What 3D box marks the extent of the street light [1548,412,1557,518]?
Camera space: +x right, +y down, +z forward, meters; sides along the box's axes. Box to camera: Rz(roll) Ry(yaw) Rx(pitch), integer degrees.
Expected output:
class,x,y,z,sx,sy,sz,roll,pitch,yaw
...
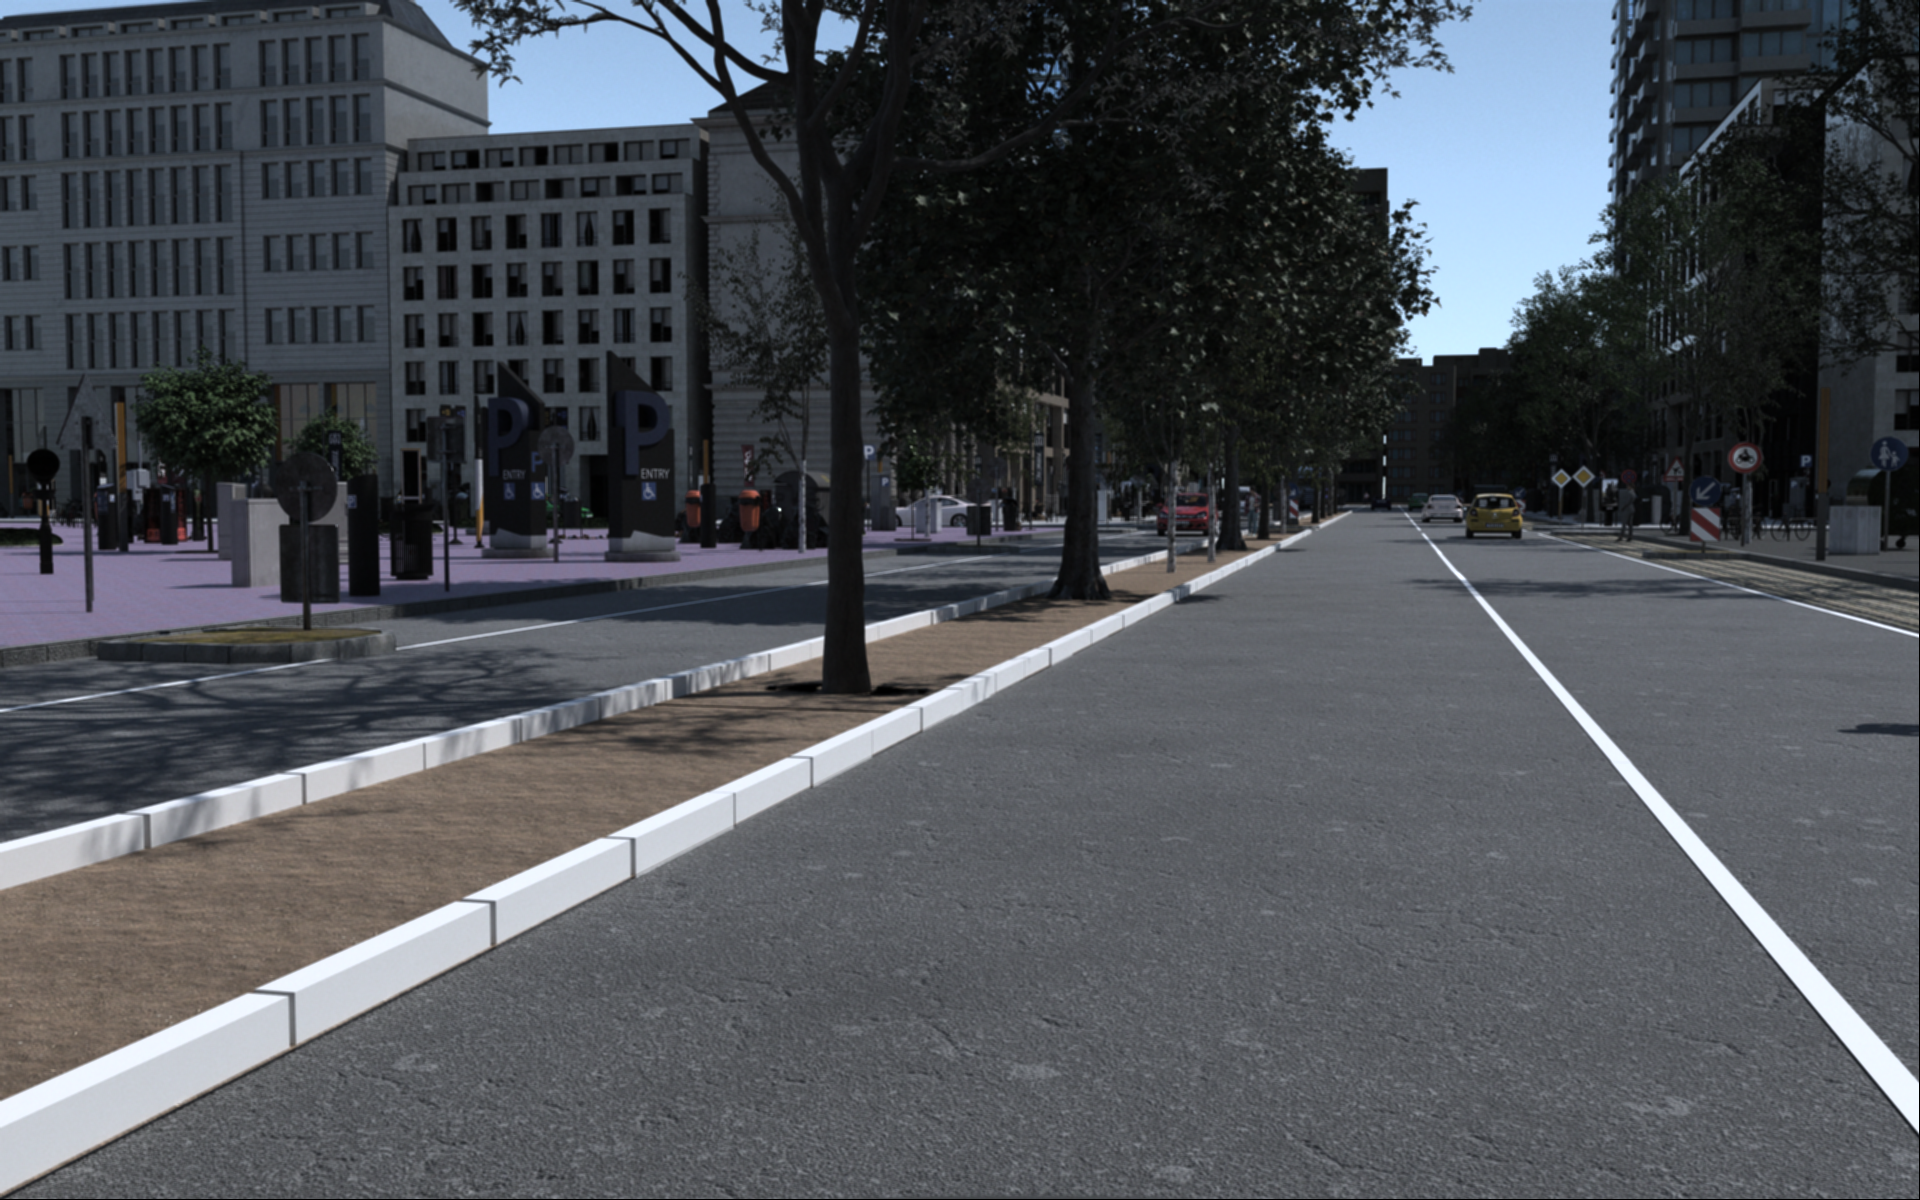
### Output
class,x,y,z,sx,sy,sz,roll,pitch,yaw
street light,32.107,-7.407,93.886,0.468,5.910,1.993,1,4,14

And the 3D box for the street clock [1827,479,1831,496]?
class,x,y,z,sx,sy,sz,roll,pitch,yaw
street clock,40.274,-4.655,80.675,0.471,2.002,0.358,2,4,29

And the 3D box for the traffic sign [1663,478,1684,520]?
class,x,y,z,sx,sy,sz,roll,pitch,yaw
traffic sign,29.635,-4.395,71.864,0.884,2.594,0.081,2,4,24

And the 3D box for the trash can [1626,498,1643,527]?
class,x,y,z,sx,sy,sz,roll,pitch,yaw
trash can,26.709,-3.488,68.681,0.748,1.137,0.748,0,3,0

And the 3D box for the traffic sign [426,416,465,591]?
class,x,y,z,sx,sy,sz,roll,pitch,yaw
traffic sign,-6.772,-1.265,22.809,0.606,2.300,0.079,1,4,21

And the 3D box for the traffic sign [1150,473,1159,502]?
class,x,y,z,sx,sy,sz,roll,pitch,yaw
traffic sign,11.976,-6.620,108.244,0.884,2.594,0.081,1,4,17

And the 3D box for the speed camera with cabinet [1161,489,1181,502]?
class,x,y,z,sx,sy,sz,roll,pitch,yaw
speed camera with cabinet,14.197,-7.655,119.498,2.038,3.252,0.660,2,4,24

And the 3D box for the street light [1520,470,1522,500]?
class,x,y,z,sx,sy,sz,roll,pitch,yaw
street light,37.952,-8.830,117.163,0.468,5.910,1.993,1,4,14

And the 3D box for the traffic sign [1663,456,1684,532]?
class,x,y,z,sx,sy,sz,roll,pitch,yaw
traffic sign,24.261,-3.589,58.685,0.884,2.594,0.081,1,4,23

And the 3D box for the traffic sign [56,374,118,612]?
class,x,y,z,sx,sy,sz,roll,pitch,yaw
traffic sign,-9.452,-1.145,18.727,0.884,2.594,0.081,1,4,22

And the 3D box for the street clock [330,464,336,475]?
class,x,y,z,sx,sy,sz,roll,pitch,yaw
street clock,-15.062,-2.242,41.232,0.471,2.002,0.358,3,5,42

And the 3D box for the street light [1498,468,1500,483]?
class,x,y,z,sx,sy,sz,roll,pitch,yaw
street light,43.554,-10.223,139.926,0.468,5.910,1.993,1,4,14

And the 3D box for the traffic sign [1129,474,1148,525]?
class,x,y,z,sx,sy,sz,roll,pitch,yaw
traffic sign,7.386,-4.172,71.856,0.795,2.450,0.064,1,4,14

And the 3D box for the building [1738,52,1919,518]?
class,x,y,z,sx,sy,sz,roll,pitch,yaw
building,51.033,-16.214,94.782,12.332,23.373,15.834,1,4,14

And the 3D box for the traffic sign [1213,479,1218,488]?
class,x,y,z,sx,sy,sz,roll,pitch,yaw
traffic sign,18.934,-7.856,129.628,0.795,2.450,0.064,1,4,14

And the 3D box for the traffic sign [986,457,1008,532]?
class,x,y,z,sx,sy,sz,roll,pitch,yaw
traffic sign,1.266,-3.620,59.298,0.768,2.556,0.104,1,4,15

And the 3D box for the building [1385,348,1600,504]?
class,x,y,z,sx,sy,sz,roll,pitch,yaw
building,75.057,-24.435,244.550,28.899,21.520,27.650,1,4,14

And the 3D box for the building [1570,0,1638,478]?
class,x,y,z,sx,sy,sz,roll,pitch,yaw
building,77.156,-53.125,181.267,22.319,86.520,31.000,1,4,14

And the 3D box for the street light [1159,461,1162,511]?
class,x,y,z,sx,sy,sz,roll,pitch,yaw
street light,11.047,-7.492,95.277,0.468,5.910,1.993,1,4,14

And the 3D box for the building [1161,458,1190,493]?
class,x,y,z,sx,sy,sz,roll,pitch,yaw
building,10.896,-21.741,200.507,28.899,21.520,27.650,1,4,14

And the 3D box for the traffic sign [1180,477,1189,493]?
class,x,y,z,sx,sy,sz,roll,pitch,yaw
traffic sign,16.334,-7.678,125.647,0.768,2.556,0.104,1,4,22

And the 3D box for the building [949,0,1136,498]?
class,x,y,z,sx,sy,sz,roll,pitch,yaw
building,6.015,-52.063,163.902,22.319,86.520,31.000,1,4,14

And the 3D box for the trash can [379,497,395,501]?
class,x,y,z,sx,sy,sz,roll,pitch,yaw
trash can,-26.567,-4.200,80.330,0.748,1.137,0.748,0,3,0

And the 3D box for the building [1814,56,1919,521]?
class,x,y,z,sx,sy,sz,roll,pitch,yaw
building,48.922,-13.626,77.541,16.860,20.320,10.420,1,4,14

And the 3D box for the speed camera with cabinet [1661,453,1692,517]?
class,x,y,z,sx,sy,sz,roll,pitch,yaw
speed camera with cabinet,34.446,-5.438,83.251,0.660,3.252,2.038,0,4,-5

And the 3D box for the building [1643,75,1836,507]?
class,x,y,z,sx,sy,sz,roll,pitch,yaw
building,59.568,-19.190,118.279,19.350,26.468,34.151,1,4,14

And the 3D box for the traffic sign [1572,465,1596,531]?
class,x,y,z,sx,sy,sz,roll,pitch,yaw
traffic sign,21.620,-3.453,60.099,0.795,2.450,0.064,1,4,14

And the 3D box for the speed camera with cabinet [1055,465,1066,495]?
class,x,y,z,sx,sy,sz,roll,pitch,yaw
speed camera with cabinet,6.842,-7.528,117.415,0.660,3.252,2.038,0,4,-4

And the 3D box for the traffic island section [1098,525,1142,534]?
class,x,y,z,sx,sy,sz,roll,pitch,yaw
traffic island section,5.442,-2.562,64.172,2.009,0.180,2.903,1,4,14

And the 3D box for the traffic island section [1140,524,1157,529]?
class,x,y,z,sx,sy,sz,roll,pitch,yaw
traffic island section,7.361,-3.036,71.924,2.009,0.180,2.903,1,4,14

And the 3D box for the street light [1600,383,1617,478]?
class,x,y,z,sx,sy,sz,roll,pitch,yaw
street light,26.427,-5.989,70.713,0.468,5.910,1.993,1,4,14

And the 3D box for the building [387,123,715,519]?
class,x,y,z,sx,sy,sz,roll,pitch,yaw
building,-20.764,-14.678,94.736,16.860,20.320,10.420,1,4,14

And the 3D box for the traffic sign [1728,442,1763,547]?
class,x,y,z,sx,sy,sz,roll,pitch,yaw
traffic sign,19.145,-2.580,42.287,0.768,2.556,0.104,1,4,20

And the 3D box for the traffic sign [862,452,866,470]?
class,x,y,z,sx,sy,sz,roll,pitch,yaw
traffic sign,-2.856,-2.793,45.773,0.768,2.556,0.104,1,4,21

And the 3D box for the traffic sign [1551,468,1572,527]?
class,x,y,z,sx,sy,sz,roll,pitch,yaw
traffic sign,23.539,-3.927,67.851,0.795,2.450,0.064,1,4,14

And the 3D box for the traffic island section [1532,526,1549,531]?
class,x,y,z,sx,sy,sz,roll,pitch,yaw
traffic island section,23.564,-2.792,67.923,2.009,0.180,2.903,1,4,14

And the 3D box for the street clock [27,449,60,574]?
class,x,y,z,sx,sy,sz,roll,pitch,yaw
street clock,-14.692,-1.421,27.805,0.471,2.002,0.358,-2,4,-27

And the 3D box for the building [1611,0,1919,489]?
class,x,y,z,sx,sy,sz,roll,pitch,yaw
building,70.458,-32.573,152.180,23.786,49.044,30.456,1,4,14

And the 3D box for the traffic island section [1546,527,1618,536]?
class,x,y,z,sx,sy,sz,roll,pitch,yaw
traffic island section,21.645,-2.317,60.171,2.009,0.180,2.903,1,4,14

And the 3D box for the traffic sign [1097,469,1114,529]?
class,x,y,z,sx,sy,sz,roll,pitch,yaw
traffic sign,5.467,-3.698,64.104,0.795,2.450,0.064,1,4,14

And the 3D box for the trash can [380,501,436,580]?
class,x,y,z,sx,sy,sz,roll,pitch,yaw
trash can,-8.221,-0.875,25.955,0.748,1.137,0.748,0,3,0

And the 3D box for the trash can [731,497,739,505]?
class,x,y,z,sx,sy,sz,roll,pitch,yaw
trash can,-18.438,-8.129,144.567,0.748,1.137,0.748,0,3,0

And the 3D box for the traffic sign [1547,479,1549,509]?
class,x,y,z,sx,sy,sz,roll,pitch,yaw
traffic sign,40.232,-7.246,118.570,0.768,2.556,0.104,1,4,20

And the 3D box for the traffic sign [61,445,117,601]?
class,x,y,z,sx,sy,sz,roll,pitch,yaw
traffic sign,-10.431,-1.267,20.711,0.884,2.594,0.081,1,4,22

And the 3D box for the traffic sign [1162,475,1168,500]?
class,x,y,z,sx,sy,sz,roll,pitch,yaw
traffic sign,13.776,-7.069,115.685,0.768,2.556,0.104,1,4,19

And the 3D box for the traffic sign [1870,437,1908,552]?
class,x,y,z,sx,sy,sz,roll,pitch,yaw
traffic sign,20.621,-2.349,38.512,0.768,2.556,0.104,1,4,20

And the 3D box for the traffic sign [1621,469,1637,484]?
class,x,y,z,sx,sy,sz,roll,pitch,yaw
traffic sign,34.390,-5.442,89.091,0.768,2.556,0.104,1,4,19

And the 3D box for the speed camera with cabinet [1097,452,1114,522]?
class,x,y,z,sx,sy,sz,roll,pitch,yaw
speed camera with cabinet,6.719,-5.268,80.474,0.660,3.252,2.038,1,4,16

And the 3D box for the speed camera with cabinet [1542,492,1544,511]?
class,x,y,z,sx,sy,sz,roll,pitch,yaw
speed camera with cabinet,45.905,-8.558,134.264,2.038,3.252,0.660,1,4,23

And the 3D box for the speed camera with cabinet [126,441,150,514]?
class,x,y,z,sx,sy,sz,roll,pitch,yaw
speed camera with cabinet,-30.218,-4.317,64.926,0.660,3.252,2.038,2,4,29

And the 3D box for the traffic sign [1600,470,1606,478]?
class,x,y,z,sx,sy,sz,roll,pitch,yaw
traffic sign,33.174,-5.492,89.903,0.768,2.556,0.104,1,4,22

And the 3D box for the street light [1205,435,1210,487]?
class,x,y,z,sx,sy,sz,roll,pitch,yaw
street light,16.824,-8.881,117.997,0.468,5.910,1.993,1,4,14

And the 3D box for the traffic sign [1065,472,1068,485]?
class,x,y,z,sx,sy,sz,roll,pitch,yaw
traffic sign,5.103,-4.715,79.223,0.606,2.300,0.079,1,4,20

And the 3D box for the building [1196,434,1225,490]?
class,x,y,z,sx,sy,sz,roll,pitch,yaw
building,23.970,-38.808,254.126,30.456,49.044,23.786,1,4,14

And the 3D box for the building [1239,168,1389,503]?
class,x,y,z,sx,sy,sz,roll,pitch,yaw
building,49.766,-38.099,246.625,21.600,48.544,21.300,1,4,14

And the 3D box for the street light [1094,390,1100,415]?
class,x,y,z,sx,sy,sz,roll,pitch,yaw
street light,5.525,-6.098,72.495,0.468,5.910,1.993,1,4,14

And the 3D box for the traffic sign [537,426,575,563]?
class,x,y,z,sx,sy,sz,roll,pitch,yaw
traffic sign,-7.534,-1.965,32.240,0.768,2.556,0.104,1,4,15
